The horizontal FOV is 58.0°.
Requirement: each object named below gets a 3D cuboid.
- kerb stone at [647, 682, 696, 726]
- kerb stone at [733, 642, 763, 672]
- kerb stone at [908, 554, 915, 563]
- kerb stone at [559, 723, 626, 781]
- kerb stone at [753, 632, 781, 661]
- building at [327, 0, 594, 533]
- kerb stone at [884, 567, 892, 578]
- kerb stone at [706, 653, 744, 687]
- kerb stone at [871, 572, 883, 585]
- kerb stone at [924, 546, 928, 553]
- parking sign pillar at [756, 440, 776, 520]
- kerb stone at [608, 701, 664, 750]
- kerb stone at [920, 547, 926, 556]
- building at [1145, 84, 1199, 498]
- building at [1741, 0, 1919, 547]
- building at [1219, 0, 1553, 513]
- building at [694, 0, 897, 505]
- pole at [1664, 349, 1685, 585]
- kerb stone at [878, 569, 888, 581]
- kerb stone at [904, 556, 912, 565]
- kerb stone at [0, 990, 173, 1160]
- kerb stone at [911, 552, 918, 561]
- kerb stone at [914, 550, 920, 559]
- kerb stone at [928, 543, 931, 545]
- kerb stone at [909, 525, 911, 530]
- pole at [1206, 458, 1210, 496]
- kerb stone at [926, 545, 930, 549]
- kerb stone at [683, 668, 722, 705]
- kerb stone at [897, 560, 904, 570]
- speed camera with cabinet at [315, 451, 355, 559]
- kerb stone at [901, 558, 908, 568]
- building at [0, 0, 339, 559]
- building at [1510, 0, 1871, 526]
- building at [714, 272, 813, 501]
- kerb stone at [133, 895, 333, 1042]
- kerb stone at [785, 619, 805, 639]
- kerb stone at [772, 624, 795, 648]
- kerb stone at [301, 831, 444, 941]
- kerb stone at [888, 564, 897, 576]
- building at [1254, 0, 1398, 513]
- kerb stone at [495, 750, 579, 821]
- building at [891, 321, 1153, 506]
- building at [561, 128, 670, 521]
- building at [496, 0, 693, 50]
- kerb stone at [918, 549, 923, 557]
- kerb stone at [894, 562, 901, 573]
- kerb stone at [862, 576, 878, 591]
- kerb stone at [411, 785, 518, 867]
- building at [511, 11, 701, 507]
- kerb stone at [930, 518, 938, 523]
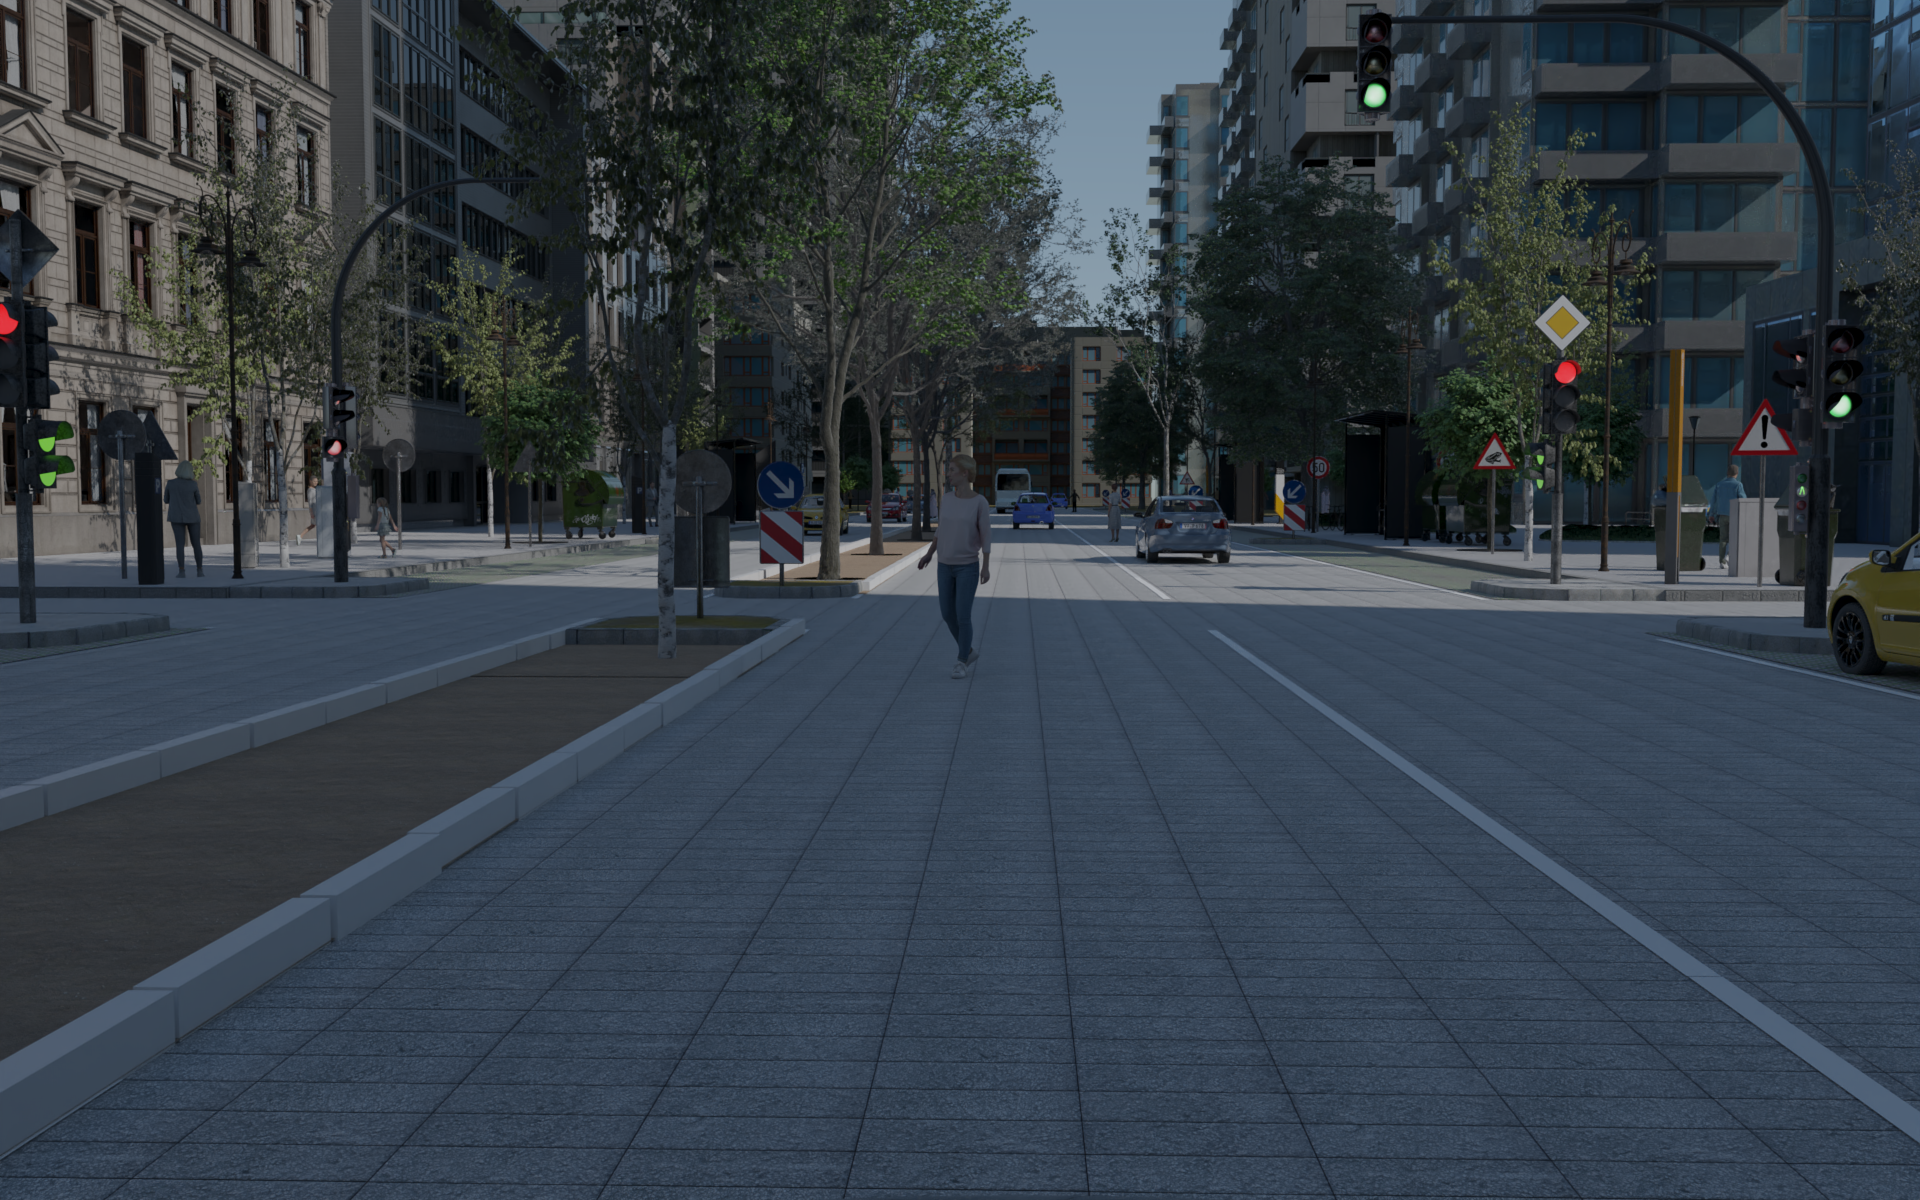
[{"bbox_3d":[-1.870,0.675,11.166,0.120,0.150,1.000,0,4,2],"label":"kerb stone"},{"bbox_3d":[-1.773,0.486,14.255,0.120,0.150,1.000,0,4,2],"label":"kerb stone"},{"bbox_3d":[-1.066,-0.797,35.234,0.120,0.150,1.000,0,4,2],"label":"kerb stone"},{"bbox_3d":[-1.943,0.801,9.115,0.120,0.150,1.000,0,4,2],"label":"kerb stone"},{"bbox_3d":[-1.730,0.423,15.276,0.120,0.150,1.000,0,4,2],"label":"kerb stone"},{"bbox_3d":[-24.910,-15.192,67.448,14.314,24.678,30.058,0,4,2],"label":"building"},{"bbox_3d":[-1.277,-0.422,29.097,0.120,0.150,1.000,0,4,2],"label":"kerb stone"},{"bbox_3d":[-1.807,0.549,13.222,0.120,0.150,1.000,0,4,2],"label":"kerb stone"},{"bbox_3d":[-1.346,-0.297,27.053,0.120,0.150,1.000,0,4,2],"label":"kerb stone"},{"bbox_3d":[-0.894,-1.110,40.371,0.120,0.150,1.000,0,4,2],"label":"kerb stone"},{"bbox_3d":[-9.874,-5.998,86.535,1.447,3.967,1.447,-2,4,-27],"label":"parking sign pillar"},{"bbox_3d":[-1.912,0.742,10.146,0.120,0.150,1.000,0,4,2],"label":"kerb stone"},{"bbox_3d":[-0.926,-1.049,39.349,0.120,0.150,1.000,0,4,2],"label":"kerb stone"},{"bbox_3d":[36.841,-35.583,201.386,30.456,49.044,23.786,0,4,2],"label":"building"},{"bbox_3d":[38.115,-44.547,41.018,31.000,86.520,22.319,0,4,2],"label":"building"},{"bbox_3d":[34.560,-32.512,151.181,23.786,49.044,30.456,0,4,2],"label":"building"},{"bbox_3d":[-18.214,-46.632,200.689,20.611,71.187,20.563,0,4,2],"label":"building"},{"bbox_3d":[10.121,-1.877,24.530,0.158,3.312,0.155,0,3,0],"label":"pole"},{"bbox_3d":[-1.310,-0.360,28.075,0.120,0.150,1.000,0,4,2],"label":"kerb stone"},{"bbox_3d":[-1.097,-0.731,34.211,0.120,0.150,1.000,0,4,2],"label":"kerb stone"},{"bbox_3d":[-2.116,1.118,4.000,0.120,0.150,1.000,0,4,2],"label":"kerb stone"},{"bbox_3d":[-1.030,-0.857,36.266,0.120,0.150,1.000,0,4,2],"label":"kerb stone"},{"bbox_3d":[-0.999,-0.923,37.288,0.120,0.150,1.000,0,4,2],"label":"kerb stone"},{"bbox_3d":[-0.819,-1.237,42.414,0.120,0.150,1.000,0,4,2],"label":"kerb stone"},{"bbox_3d":[-2.092,-2.750,67.156,0.120,0.150,1.000,0,4,2],"label":"kerb stone"},{"bbox_3d":[13.954,-6.347,97.610,0.158,3.312,0.155,0,3,0],"label":"pole"},{"bbox_3d":[-0.857,-1.174,41.392,0.120,0.150,1.000,0,4,2],"label":"kerb stone"},{"bbox_3d":[-1.839,0.619,12.191,0.120,0.150,1.000,0,4,2],"label":"kerb stone"},{"bbox_3d":[-1.173,-0.602,32.168,0.120,0.150,1.000,0,4,2],"label":"kerb stone"},{"bbox_3d":[-12.707,-2.503,35.254,0.660,3.252,2.038,-1,4,-14],"label":"speed camera with cabinet"},{"bbox_3d":[-1.135,-0.672,33.189,0.120,0.150,1.000,0,4,2],"label":"kerb stone"},{"bbox_3d":[-23.478,-10.876,42.453,10.561,19.102,19.286,0,4,2],"label":"building"},{"bbox_3d":[33.359,-28.343,83.010,23.786,49.044,30.456,0,4,2],"label":"building"},{"bbox_3d":[-29.282,-18.977,155.320,28.899,21.520,27.650,0,4,2],"label":"building"},{"bbox_3d":[-2.084,1.055,5.026,0.120,0.150,1.000,0,4,2],"label":"kerb stone"},{"bbox_3d":[-1.670,0.298,17.325,0.120,0.150,1.000,0,4,2],"label":"kerb stone"},{"bbox_3d":[-1.703,0.366,16.304,0.120,0.150,1.000,0,4,2],"label":"kerb stone"},{"bbox_3d":[-2.036,0.989,6.047,0.120,0.150,1.000,0,4,2],"label":"kerb stone"},{"bbox_3d":[-1.241,-0.479,30.119,0.120,0.150,1.000,0,4,2],"label":"kerb stone"},{"bbox_3d":[36.086,-32.590,122.079,28.713,52.752,27.495,0,4,2],"label":"building"},{"bbox_3d":[-1.978,0.863,8.092,0.120,0.150,1.000,0,4,2],"label":"kerb stone"},{"bbox_3d":[7.240,-22.016,204.997,28.899,21.520,27.650,0,4,2],"label":"building"},{"bbox_3d":[-21.771,-14.828,91.586,9.793,20.994,18.267,0,4,2],"label":"building"},{"bbox_3d":[-26.649,-41.979,124.615,20.563,71.187,20.611,0,4,2],"label":"building"},{"bbox_3d":[-0.968,-0.986,38.322,0.120,0.150,1.000,0,4,2],"label":"kerb stone"},{"bbox_3d":[-1.201,-0.547,31.140,0.120,0.150,1.000,0,4,2],"label":"kerb stone"},{"bbox_3d":[-1.376,-0.225,26.023,0.120,0.150,1.000,0,4,2],"label":"kerb stone"},{"bbox_3d":[-2.021,0.926,7.071,0.120,0.150,1.000,0,4,2],"label":"kerb stone"},{"bbox_3d":[-24.408,-20.561,107.878,14.160,30.474,14.107,0,4,2],"label":"building"},{"bbox_3d":[-1.334,-4.129,89.697,0.120,0.150,1.000,0,4,2],"label":"kerb stone"}]
